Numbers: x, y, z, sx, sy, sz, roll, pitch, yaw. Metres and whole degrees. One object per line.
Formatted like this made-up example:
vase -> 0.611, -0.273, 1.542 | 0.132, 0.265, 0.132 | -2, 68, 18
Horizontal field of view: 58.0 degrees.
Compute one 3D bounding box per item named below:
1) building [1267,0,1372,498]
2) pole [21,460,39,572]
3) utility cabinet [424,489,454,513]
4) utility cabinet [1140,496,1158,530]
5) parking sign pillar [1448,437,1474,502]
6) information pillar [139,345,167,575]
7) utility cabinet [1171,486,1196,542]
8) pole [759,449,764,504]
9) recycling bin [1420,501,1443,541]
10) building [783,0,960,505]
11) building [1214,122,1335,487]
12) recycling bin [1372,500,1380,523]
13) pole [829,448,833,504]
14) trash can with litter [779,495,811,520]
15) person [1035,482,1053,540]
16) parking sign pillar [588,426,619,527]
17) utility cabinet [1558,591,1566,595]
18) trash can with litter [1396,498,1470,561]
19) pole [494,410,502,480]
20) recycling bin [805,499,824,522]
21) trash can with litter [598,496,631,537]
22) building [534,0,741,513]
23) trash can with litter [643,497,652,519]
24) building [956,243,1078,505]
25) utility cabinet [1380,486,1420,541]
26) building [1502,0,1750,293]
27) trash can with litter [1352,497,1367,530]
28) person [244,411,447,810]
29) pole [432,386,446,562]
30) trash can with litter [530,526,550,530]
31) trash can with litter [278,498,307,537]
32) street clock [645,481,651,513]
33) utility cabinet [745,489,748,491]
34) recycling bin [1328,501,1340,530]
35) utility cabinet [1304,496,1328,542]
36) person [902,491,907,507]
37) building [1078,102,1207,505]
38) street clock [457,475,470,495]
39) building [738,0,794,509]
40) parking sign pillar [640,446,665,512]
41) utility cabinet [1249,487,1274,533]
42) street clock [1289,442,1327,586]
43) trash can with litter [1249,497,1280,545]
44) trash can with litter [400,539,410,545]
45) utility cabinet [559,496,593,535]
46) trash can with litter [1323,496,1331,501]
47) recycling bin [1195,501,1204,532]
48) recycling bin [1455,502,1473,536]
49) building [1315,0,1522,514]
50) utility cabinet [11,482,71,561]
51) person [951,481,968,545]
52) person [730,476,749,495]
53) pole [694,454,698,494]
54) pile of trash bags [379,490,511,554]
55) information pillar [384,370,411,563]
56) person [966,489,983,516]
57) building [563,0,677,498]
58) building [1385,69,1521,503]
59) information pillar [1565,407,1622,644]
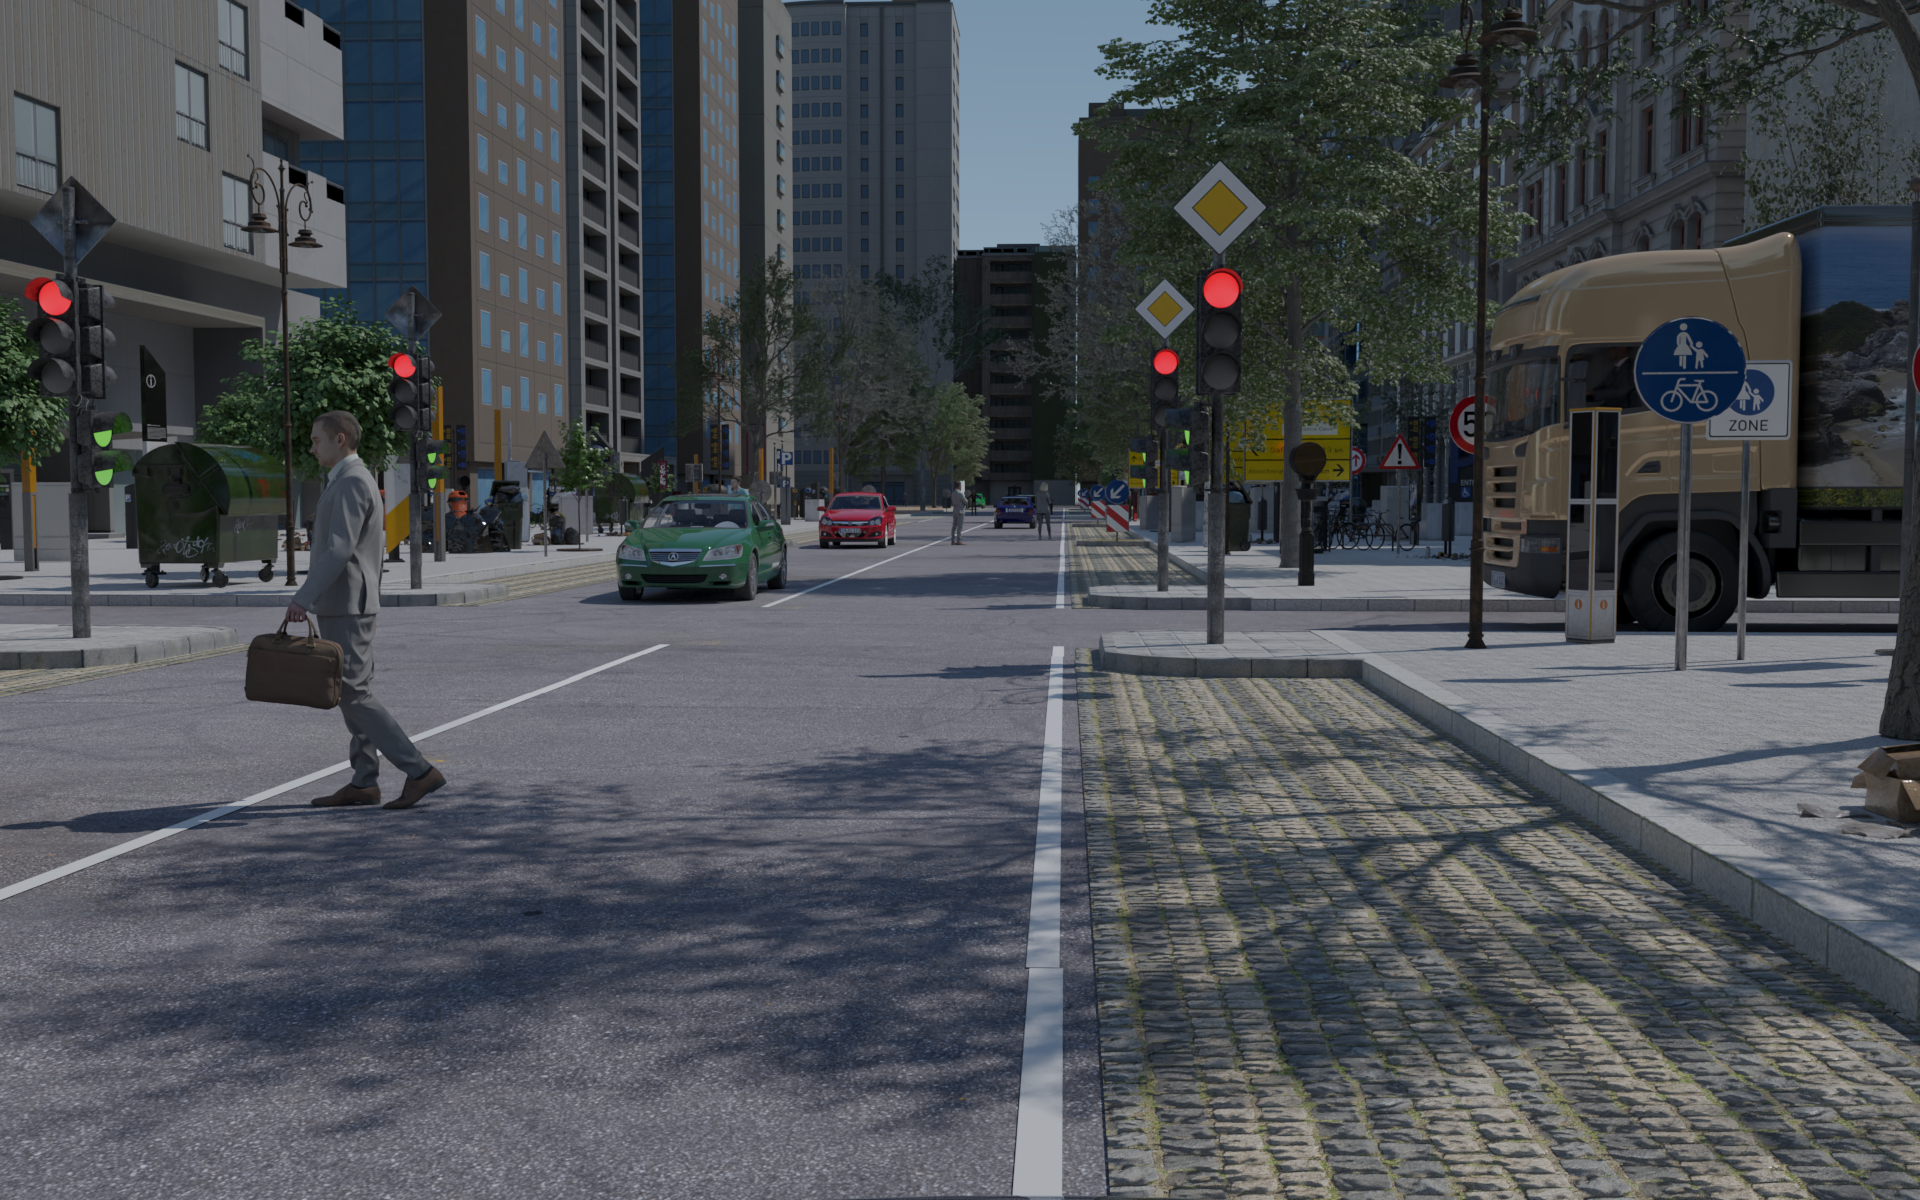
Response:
building -> 38.029, -50.651, 140.822 | 22.319, 86.520, 31.000 | 0, 4, 3
pole -> -15.397, -2.128, 28.635 | 0.158, 3.312, 0.155 | 0, 3, 0
utility cabinet -> -21.814, -3.910, 72.615 | 1.173, 1.500, 0.318 | 0, 4, 2
utility cabinet -> 6.800, -3.136, 62.443 | 0.306, 1.237, 1.020 | 2, 4, 29
parking sign pillar -> 17.227, -4.291, 58.634 | 1.447, 3.967, 1.447 | 3, 5, 45
information pillar -> -12.756, -2.207, 27.437 | 0.183, 3.616, 0.504 | 1, 4, 15
utility cabinet -> 5.978, -2.295, 46.205 | 0.318, 1.500, 1.173 | 2, 4, 26
pole -> -8.930, -5.132, 77.757 | 0.158, 3.312, 0.155 | 0, 3, 0
recycling bin -> 13.145, -2.175, 48.109 | 0.722, 1.027, 0.722 | -1, 4, -12
building -> -14.244, -40.636, 206.398 | 28.212, 58.520, 21.231 | 0, 4, 3
building -> 42.524, -33.589, 203.797 | 28.867, 44.769, 22.147 | 0, 4, 3
recycling bin -> 17.738, -3.673, 72.600 | 0.722, 1.027, 0.722 | 0, 4, -8
pole -> -5.669, -5.041, 76.258 | 0.158, 3.312, 0.155 | 0, 3, 0
trash can with litter -> -7.944, -4.600, 86.259 | 2.233, 1.210, 1.678 | -1, 4, -18
person -> 2.628, -2.805, 54.544 | 0.537, 1.800, 0.526 | 2, 4, 34
parking sign pillar -> -14.282, -4.900, 68.583 | 1.447, 3.967, 1.447 | 3, 5, 43
utility cabinet -> 7.920, -0.655, 21.879 | 0.306, 1.237, 1.020 | -2, 4, -32
trash can with litter -> 9.610, -1.418, 34.248 | 1.678, 1.210, 2.233 | 0, 4, 6
pole -> -11.167, -2.938, 41.881 | 0.158, 3.312, 0.155 | 0, 3, 0
recycling bin -> -6.765, -4.161, 80.581 | 0.722, 1.027, 0.722 | 1, 4, 15
trash can with litter -> -10.300, -2.567, 53.026 | 1.678, 1.210, 2.233 | -2, 4, -26
building -> -24.403, -29.193, 127.410 | 14.600, 45.320, 14.200 | 0, 4, 3
trash can with litter -> -16.489, -4.783, 89.585 | 0.624, 1.170, 1.055 | 3, 5, 44
building -> 6.679, -26.362, 202.712 | 14.107, 30.474, 14.160 | 0, 4, 3
utility cabinet -> 12.057, -2.369, 47.416 | 1.173, 1.500, 0.318 | -2, 4, -29
building -> 28.523, -16.687, 60.226 | 14.401, 28.519, 23.554 | 0, 4, 3
trash can with litter -> 14.252, -3.059, 61.403 | 0.624, 1.170, 1.055 | -1, 4, -9
person -> -2.808, 0.043, 7.918 | 0.853, 1.813, 0.709 | -1, 4, -19
pole -> -9.867, -2.380, 32.761 | 0.158, 3.312, 0.155 | 0, 3, 0
trash can with litter -> -14.270, -3.083, 61.464 | 2.233, 1.210, 1.678 | 2, 4, 28
trash can with litter -> -20.144, -2.549, 52.739 | 2.233, 1.210, 1.678 | -1, 4, -15
street clock -> -16.950, -5.475, 94.079 | 0.358, 2.002, 0.471 | 2, 4, 34
utility cabinet -> -9.440, -4.163, 76.736 | 0.318, 1.500, 1.173 | 1, 4, 23
recycling bin -> 13.053, -2.998, 61.573 | 0.722, 1.027, 0.722 | 0, 4, -3
utility cabinet -> 9.700, -2.203, 47.175 | 0.306, 1.237, 1.020 | -1, 4, -10
person -> -5.765, -10.461, 180.464 | 0.541, 1.710, 0.530 | 1, 4, 15
building -> 20.797, -33.708, 201.233 | 14.200, 45.320, 14.600 | 0, 4, 3
street clock -> -19.216, -3.823, 67.081 | 0.358, 2.002, 0.471 | 3, 5, 45
building -> -26.625, -32.229, 150.648 | 21.600, 48.544, 21.300 | 0, 4, 3
parking sign pillar -> -17.282, -6.653, 97.241 | 1.447, 3.967, 1.447 | -1, 4, -22
utility cabinet -> 10.064, -2.949, 56.887 | 1.173, 1.500, 0.318 | -2, 4, -28
street clock -> 4.846, -1.200, 24.184 | 0.471, 2.002, 0.358 | 0, 4, -5
trash can with litter -> 7.739, -2.076, 44.999 | 1.678, 1.210, 2.233 | 1, 4, 11
trash can with litter -> -14.528, -1.973, 43.309 | 2.233, 1.210, 1.678 | 0, 4, 1
utility cabinet -> -12.096, -2.653, 54.541 | 1.020, 1.237, 0.306 | -2, 4, -30
trash can with litter -> 17.355, -4.329, 82.171 | 0.624, 1.170, 1.055 | 2, 4, 31
recycling bin -> 8.371, -2.872, 59.510 | 0.722, 1.027, 0.722 | 0, 4, 6
recycling bin -> 15.679, -2.503, 53.484 | 0.722, 1.027, 0.722 | 0, 4, -1
building -> 40.475, -25.814, 113.939 | 32.217, 40.220, 23.993 | 0, 4, 3
utility cabinet -> -17.222, -1.471, 32.737 | 1.173, 1.500, 0.318 | 0, 4, -5
person -> 0.002, -2.446, 48.665 | 0.511, 1.800, 0.466 | 3, 5, 42
person -> -4.607, -1.724, 36.715 | 0.660, 1.820, 0.620 | 3, 4, 36
pole -> -13.536, -5.814, 88.899 | 0.158, 3.312, 0.155 | 0, 3, 0
pile of trash bags -> -11.659, -1.755, 38.440 | 3.447, 1.369, 1.912 | 2, 4, 24
information pillar -> -10.538, -2.510, 32.399 | 0.504, 3.616, 0.183 | -3, 4, -38
person -> 0.903, -6.470, 114.798 | 1.217, 1.766, 0.721 | 1, 4, 12
building -> -29.316, -41.056, 109.511 | 20.563, 71.187, 20.611 | 0, 4, 3
building -> 29.554, -14.845, 84.513 | 13.314, 21.916, 24.055 | 0, 4, 3
information pillar -> 5.446, -0.637, 14.908 | 0.304, 2.012, 0.304 | -2, 4, -25
